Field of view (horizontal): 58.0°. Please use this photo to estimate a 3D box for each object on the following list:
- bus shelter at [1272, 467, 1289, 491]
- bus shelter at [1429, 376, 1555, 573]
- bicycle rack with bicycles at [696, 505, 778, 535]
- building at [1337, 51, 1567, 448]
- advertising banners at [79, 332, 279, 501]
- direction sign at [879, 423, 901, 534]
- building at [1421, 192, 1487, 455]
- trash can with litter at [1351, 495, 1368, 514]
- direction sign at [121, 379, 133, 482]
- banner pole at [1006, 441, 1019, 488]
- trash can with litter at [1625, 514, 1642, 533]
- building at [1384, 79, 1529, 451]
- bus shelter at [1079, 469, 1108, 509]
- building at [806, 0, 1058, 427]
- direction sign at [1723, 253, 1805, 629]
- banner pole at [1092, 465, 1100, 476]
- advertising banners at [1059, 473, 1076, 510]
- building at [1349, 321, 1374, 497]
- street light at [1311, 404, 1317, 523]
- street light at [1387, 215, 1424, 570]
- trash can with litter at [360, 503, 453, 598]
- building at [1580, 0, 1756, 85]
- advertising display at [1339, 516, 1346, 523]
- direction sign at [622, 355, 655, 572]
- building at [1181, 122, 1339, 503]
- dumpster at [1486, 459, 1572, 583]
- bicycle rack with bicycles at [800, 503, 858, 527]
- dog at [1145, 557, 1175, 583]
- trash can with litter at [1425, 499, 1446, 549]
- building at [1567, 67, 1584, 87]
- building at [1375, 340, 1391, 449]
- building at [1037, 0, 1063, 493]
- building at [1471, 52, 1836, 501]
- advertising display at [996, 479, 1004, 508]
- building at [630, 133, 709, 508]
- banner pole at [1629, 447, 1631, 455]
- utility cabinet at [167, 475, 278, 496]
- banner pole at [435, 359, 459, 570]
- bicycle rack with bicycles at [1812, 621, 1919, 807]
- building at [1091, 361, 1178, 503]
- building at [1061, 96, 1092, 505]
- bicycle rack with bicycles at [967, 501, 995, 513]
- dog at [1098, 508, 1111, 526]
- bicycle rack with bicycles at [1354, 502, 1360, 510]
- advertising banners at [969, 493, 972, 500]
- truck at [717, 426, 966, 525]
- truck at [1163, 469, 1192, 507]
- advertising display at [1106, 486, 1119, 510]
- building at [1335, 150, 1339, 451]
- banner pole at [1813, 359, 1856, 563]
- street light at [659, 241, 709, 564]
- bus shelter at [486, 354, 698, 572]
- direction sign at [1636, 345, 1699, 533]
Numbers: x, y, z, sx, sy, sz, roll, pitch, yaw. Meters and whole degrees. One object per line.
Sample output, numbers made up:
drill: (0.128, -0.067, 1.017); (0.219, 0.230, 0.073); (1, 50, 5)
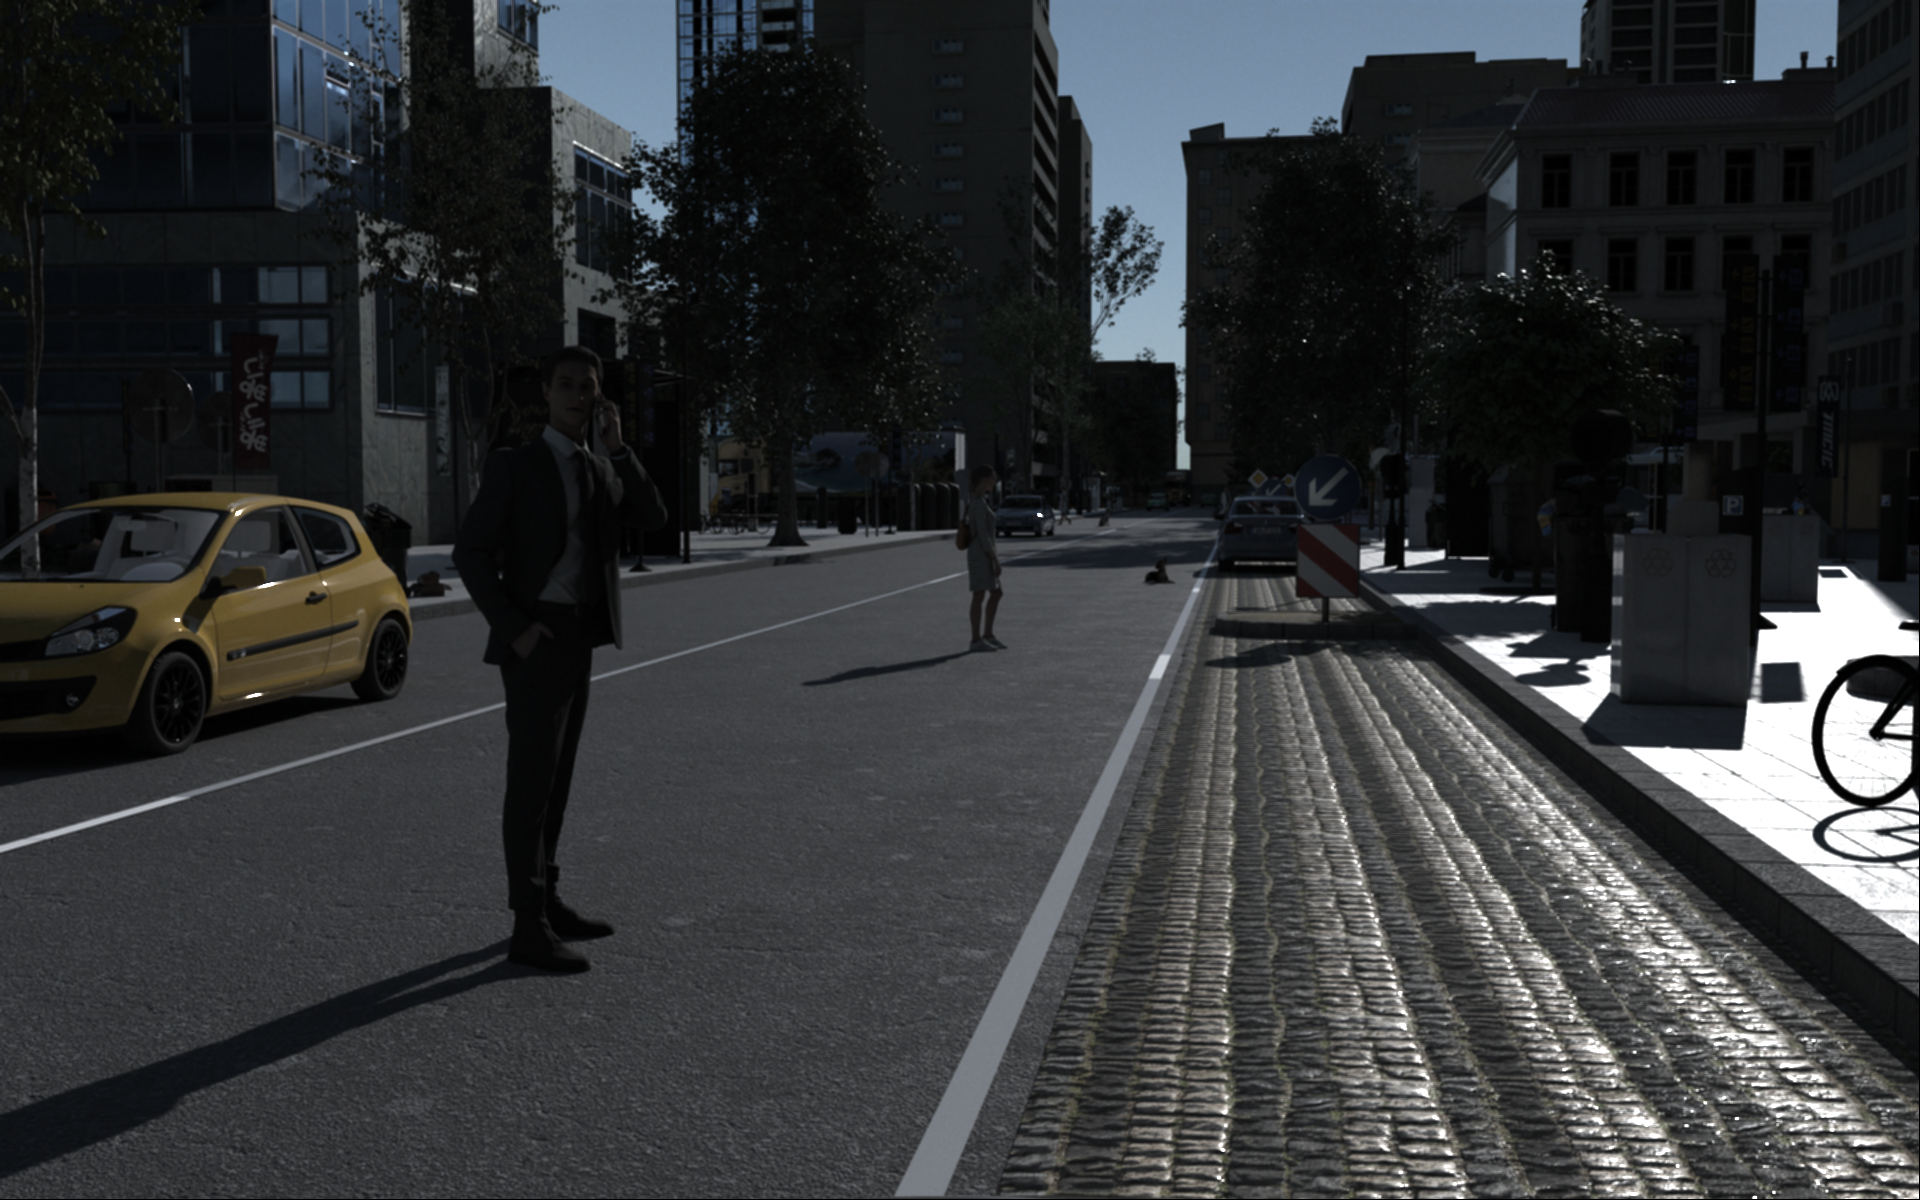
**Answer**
bus shelter: (25.310, -8.946, 137.556); (1.731, 3.624, 6.357); (1, 4, 9)
bus shelter: (9.609, -2.434, 31.084); (1.731, 3.624, 6.357); (1, 4, 9)
bicycle rack with bicycles: (-7.292, -2.590, 55.736); (2.852, 0.926, 2.925); (3, 5, 43)
building: (52.559, -34.487, 187.558); (21.300, 48.544, 21.600); (1, 4, 9)
advertising banners: (-8.228, -1.358, 18.387); (2.074, 3.025, 0.090); (-3, 5, -43)
direction sign: (-2.245, -3.882, 55.465); (0.876, 3.537, 0.379); (2, 4, 34)
building: (32.677, -14.460, 101.052); (10.561, 19.102, 19.286); (1, 4, 9)
trash can with litter: (25.213, -6.050, 109.974); (2.233, 1.210, 1.678); (1, 4, 23)
direction sign: (-16.571, -2.601, 34.528); (0.379, 3.537, 0.876); (-1, 4, -16)
banner pole: (2.536, -5.629, 82.044); (0.863, 3.779, 0.401); (-3, 4, -36)
trash can with litter: (12.169, -1.284, 32.374); (1.055, 1.170, 0.624); (-2, 4, -32)
building: (37.225, -20.471, 120.604); (13.634, 28.700, 20.117); (1, 4, 9)
bus shelter: (11.118, -9.183, 144.069); (2.014, 3.302, 5.546); (1, 4, 9)
building: (-2.486, -33.041, 163.923); (21.300, 48.544, 21.600); (1, 4, 9)
direction sign: (7.628, -1.498, 16.493); (0.876, 3.537, 0.379); (-1, 4, -17)
banner pole: (11.830, -9.798, 150.209); (0.863, 3.779, 0.401); (2, 4, 24)
advertising banners: (9.059, -9.005, 143.412); (2.074, 3.025, 0.090); (-2, 4, -28)
building: (51.419, -19.450, 163.039); (27.650, 21.520, 28.899); (1, 4, 9)
street light: (13.493, -5.705, 66.067); (0.468, 5.910, 1.993); (1, 4, 9)
street light: (7.441, -3.441, 29.050); (0.468, 5.910, 1.993); (1, 4, 9)
trash can with litter: (-6.946, -0.626, 21.625); (1.055, 1.170, 0.624); (-3, 5, -43)
building: (97.476, -48.963, 238.799); (20.611, 71.187, 20.563); (1, 4, 9)
advertising display: (14.235, -3.680, 65.374); (0.123, 1.923, 0.974); (-3, 4, -36)
direction sign: (-5.293, -2.239, 28.612); (0.379, 3.537, 0.876); (1, 4, 23)
building: (46.398, -40.570, 252.559); (27.495, 52.752, 28.713); (1, 4, 9)
dumpster: (8.553, -1.216, 25.636); (1.264, 1.857, 1.865); (1, 4, 9)
bicycle rack with bicycles: (-5.332, -3.403, 69.015); (2.852, 0.926, 2.925); (0, 4, -4)
dog: (3.268, -0.487, 28.160); (0.550, 0.427, 0.748); (1, 4, 15)
trash can with litter: (11.371, -1.773, 40.373); (1.055, 1.170, 0.624); (1, 4, 18)
building: (73.318, -42.959, 244.374); (28.212, 58.520, 21.231); (1, 4, 9)
building: (40.184, -18.901, 138.701); (12.332, 23.373, 15.834); (1, 4, 9)
building: (0.984, -45.612, 184.011); (20.563, 71.187, 20.611); (1, 4, 9)
building: (36.505, -15.190, 84.516); (21.152, 22.565, 11.583); (1, 4, 9)
advertising display: (1.760, -4.350, 76.341); (0.123, 1.923, 0.974); (-1, 4, -13)
building: (-21.459, -55.051, 212.747); (31.000, 86.520, 22.319); (1, 4, 9)
banner pole: (30.117, -5.404, 78.373); (0.863, 3.779, 0.401); (-1, 4, -21)
utility cabinet: (-8.557, -0.701, 20.145); (0.318, 1.500, 1.173); (3, 5, 41)
banner pole: (-8.761, -2.424, 29.654); (0.401, 3.779, 0.863); (-3, 5, -45)
bicycle rack with bicycles: (4.896, 0.401, 6.829); (2.925, 0.926, 2.852); (0, 4, 4)
building: (17.325, -25.235, 257.635); (28.899, 21.520, 27.650); (1, 4, 9)
building: (4.500, -35.828, 209.481); (21.600, 48.544, 21.300); (1, 4, 9)
bicycle rack with bicycles: (1.413, -4.738, 90.847); (2.925, 0.926, 2.852); (1, 4, 23)
dog: (6.317, -3.684, 77.068); (0.800, 0.831, 0.513); (0, 4, 8)
bicycle rack with bicycles: (31.514, -7.739, 139.910); (2.852, 0.926, 2.925); (-3, 5, -41)
advertising banners: (0.136, -9.326, 148.675); (2.074, 3.025, 0.090); (0, 4, -2)
truck: (-5.490, -5.188, 73.744); (11.283, 4.237, 2.839); (1, 4, 11)
truck: (25.051, -12.833, 198.735); (2.839, 4.237, 11.283); (1, 4, 11)
advertising display: (12.052, -8.124, 138.038); (0.974, 1.923, 0.123); (3, 5, 41)
building: (52.014, -34.012, 206.209); (14.600, 45.320, 14.200); (1, 4, 9)
banner pole: (16.287, -2.582, 32.233); (0.863, 3.779, 0.401); (0, 4, -7)
street light: (-5.047, -3.611, 31.825); (0.468, 5.910, 1.993); (1, 4, 9)
bus shelter: (-6.559, -2.467, 31.619); (1.731, 3.624, 6.357); (1, 4, 9)
direction sign: (10.801, -2.111, 26.510); (0.876, 3.537, 0.379); (1, 4, 12)
